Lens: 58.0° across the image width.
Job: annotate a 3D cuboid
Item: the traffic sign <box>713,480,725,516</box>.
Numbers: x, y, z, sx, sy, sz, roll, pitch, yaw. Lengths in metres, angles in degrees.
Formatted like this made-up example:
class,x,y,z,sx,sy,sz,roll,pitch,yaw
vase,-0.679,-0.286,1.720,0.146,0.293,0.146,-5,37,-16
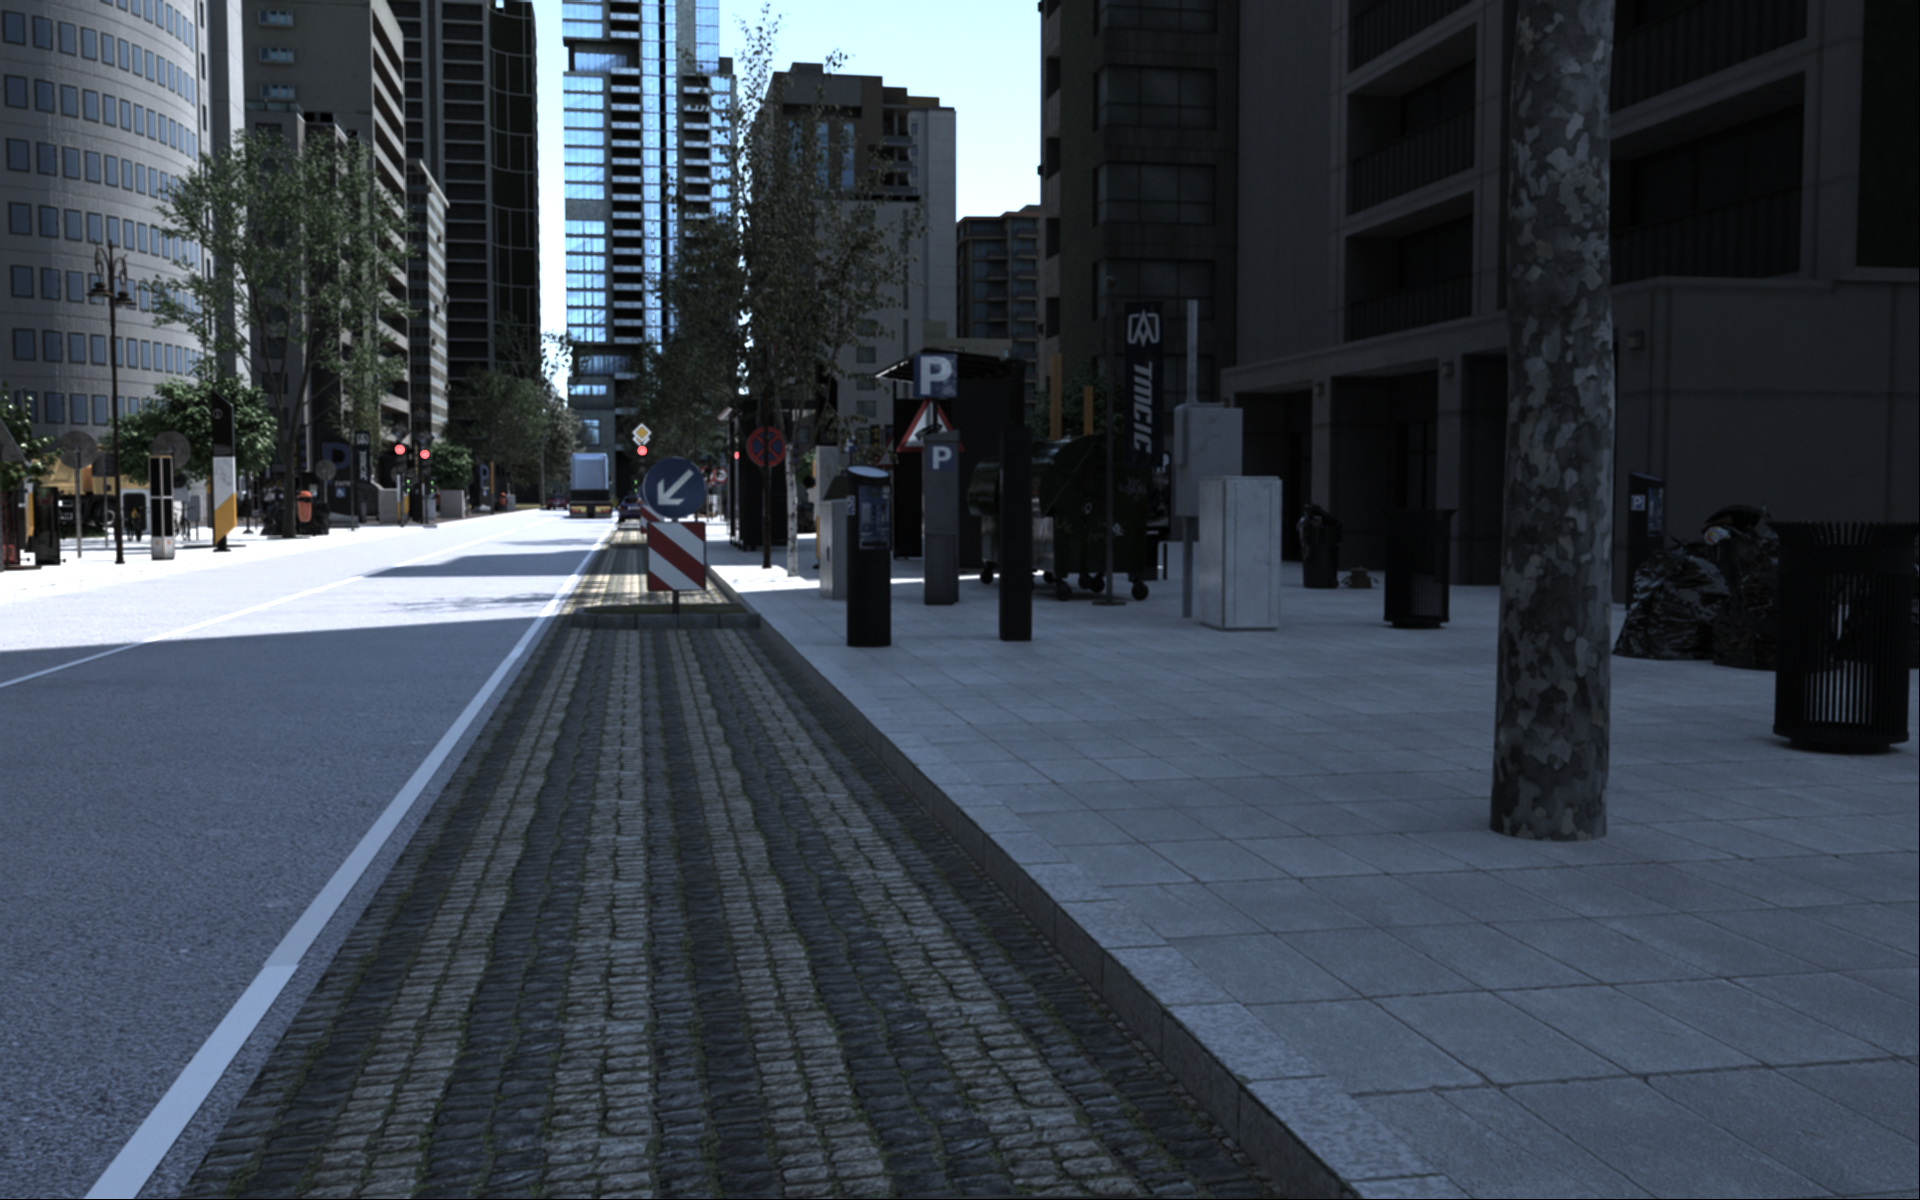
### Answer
class,x,y,z,sx,sy,sz,roll,pitch,yaw
traffic sign,-14.226,-6.257,102.406,0.768,2.556,0.104,0,4,-2

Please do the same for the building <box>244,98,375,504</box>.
class,x,y,z,sx,sy,sz,roll,pitch,yaw
building,-52.603,-21.933,130.301,14.160,30.474,14.107,-1,4,-11

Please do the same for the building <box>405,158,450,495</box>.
class,x,y,z,sx,sy,sz,roll,pitch,yaw
building,-69.603,-30.581,191.885,23.993,40.220,32.217,-1,4,-11

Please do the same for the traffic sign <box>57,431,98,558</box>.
class,x,y,z,sx,sy,sz,roll,pitch,yaw
traffic sign,-17.700,-2.119,34.747,0.768,2.556,0.104,-1,4,-9

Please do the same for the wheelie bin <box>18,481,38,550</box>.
class,x,y,z,sx,sy,sz,roll,pitch,yaw
wheelie bin,-21.726,-1.972,40.156,0.980,1.594,0.693,-2,4,-31

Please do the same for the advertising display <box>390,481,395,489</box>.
class,x,y,z,sx,sy,sz,roll,pitch,yaw
advertising display,-27.902,-4.888,85.137,0.123,1.923,0.974,-2,4,-24

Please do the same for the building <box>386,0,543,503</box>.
class,x,y,z,sx,sy,sz,roll,pitch,yaw
building,-70.874,-49.461,246.939,20.611,71.187,20.563,-1,4,-11

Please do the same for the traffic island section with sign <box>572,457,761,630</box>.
class,x,y,z,sx,sy,sz,roll,pitch,yaw
traffic island section with sign,-3.266,-0.642,19.129,1.989,1.847,2.006,-1,4,-11

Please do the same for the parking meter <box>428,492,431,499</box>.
class,x,y,z,sx,sy,sz,roll,pitch,yaw
parking meter,-33.522,-6.163,109.177,0.372,1.533,0.369,0,3,0

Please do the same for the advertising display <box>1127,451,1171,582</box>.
class,x,y,z,sx,sy,sz,roll,pitch,yaw
advertising display,2.786,-1.250,25.646,0.123,1.923,0.974,3,5,43

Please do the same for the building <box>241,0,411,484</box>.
class,x,y,z,sx,sy,sz,roll,pitch,yaw
building,-61.557,-32.425,153.854,21.300,48.544,21.600,-1,4,-11

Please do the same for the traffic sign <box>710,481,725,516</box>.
class,x,y,z,sx,sy,sz,roll,pitch,yaw
traffic sign,-14.448,-6.311,103.184,0.884,2.594,0.081,-1,4,-9

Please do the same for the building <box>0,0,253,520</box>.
class,x,y,z,sx,sy,sz,roll,pitch,yaw
building,-52.571,-33.673,92.553,21.231,58.520,28.212,-1,4,-11

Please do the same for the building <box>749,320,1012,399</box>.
class,x,y,z,sx,sy,sz,roll,pitch,yaw
building,-10.442,-22.009,204.894,27.650,21.520,28.899,-1,4,-11

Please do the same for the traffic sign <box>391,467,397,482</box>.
class,x,y,z,sx,sy,sz,roll,pitch,yaw
traffic sign,-25.060,-4.729,77.432,0.768,2.556,0.104,0,4,-5

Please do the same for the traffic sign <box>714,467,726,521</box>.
class,x,y,z,sx,sy,sz,roll,pitch,yaw
traffic sign,-11.212,-4.958,81.176,0.768,2.556,0.104,0,4,-4

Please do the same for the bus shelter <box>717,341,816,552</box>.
class,x,y,z,sx,sy,sz,roll,pitch,yaw
bus shelter,-4.809,-3.974,42.607,2.179,5.291,8.768,-1,4,-10

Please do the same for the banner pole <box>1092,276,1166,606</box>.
class,x,y,z,sx,sy,sz,roll,pitch,yaw
banner pole,1.949,-1.828,19.903,0.863,3.779,0.401,1,4,20

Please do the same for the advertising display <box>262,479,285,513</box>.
class,x,y,z,sx,sy,sz,roll,pitch,yaw
advertising display,-30.136,-4.334,76.071,0.974,1.923,0.123,0,4,-5

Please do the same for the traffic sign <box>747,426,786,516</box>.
class,x,y,z,sx,sy,sz,roll,pitch,yaw
traffic sign,-3.604,-1.979,32.466,0.768,2.556,0.104,0,4,-1

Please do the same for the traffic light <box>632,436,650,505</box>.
class,x,y,z,sx,sy,sz,roll,pitch,yaw
traffic light,-13.980,-5.324,75.966,0.839,4.253,0.868,-1,4,-11

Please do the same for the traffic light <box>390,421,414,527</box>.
class,x,y,z,sx,sy,sz,roll,pitch,yaw
traffic light,-21.412,-4.741,66.439,0.839,4.253,0.868,-1,4,-11

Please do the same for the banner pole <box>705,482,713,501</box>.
class,x,y,z,sx,sy,sz,roll,pitch,yaw
banner pole,-19.643,-8.873,135.087,0.863,3.779,0.401,-2,4,-27

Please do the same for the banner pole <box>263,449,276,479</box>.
class,x,y,z,sx,sy,sz,roll,pitch,yaw
banner pole,-38.051,-6.461,95.652,0.863,3.779,0.401,-2,4,-30

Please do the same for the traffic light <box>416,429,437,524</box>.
class,x,y,z,sx,sy,sz,roll,pitch,yaw
traffic light,-22.884,-5.221,74.288,0.839,4.253,0.868,-1,4,-11

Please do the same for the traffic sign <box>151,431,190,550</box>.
class,x,y,z,sx,sy,sz,roll,pitch,yaw
traffic sign,-15.925,-2.132,34.967,0.768,2.556,0.104,0,4,-3

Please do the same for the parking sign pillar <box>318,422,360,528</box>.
class,x,y,z,sx,sy,sz,roll,pitch,yaw
parking sign pillar,-23.446,-4.702,65.345,1.447,3.967,1.447,-2,4,-33

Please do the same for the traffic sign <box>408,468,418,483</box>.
class,x,y,z,sx,sy,sz,roll,pitch,yaw
traffic sign,-26.510,-5.135,84.057,0.768,2.556,0.104,0,4,-2

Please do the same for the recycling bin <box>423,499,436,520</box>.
class,x,y,z,sx,sy,sz,roll,pitch,yaw
recycling bin,-26.591,-4.507,86.237,0.722,1.027,0.722,-3,5,-42

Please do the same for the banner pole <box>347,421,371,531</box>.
class,x,y,z,sx,sy,sz,roll,pitch,yaw
banner pole,-20.777,-4.271,59.841,0.863,3.779,0.401,-1,4,-20

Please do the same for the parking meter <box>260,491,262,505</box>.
class,x,y,z,sx,sy,sz,roll,pitch,yaw
parking meter,-44.522,-6.256,110.694,0.372,1.533,0.369,0,3,0

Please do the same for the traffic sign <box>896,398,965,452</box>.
class,x,y,z,sx,sy,sz,roll,pitch,yaw
traffic sign,-0.378,-1.345,21.992,0.884,2.594,0.081,-1,4,-8

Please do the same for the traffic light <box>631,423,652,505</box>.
class,x,y,z,sx,sy,sz,roll,pitch,yaw
traffic light,-12.509,-4.844,68.118,0.839,4.253,0.868,-1,4,-11

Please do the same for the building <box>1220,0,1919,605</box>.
class,x,y,z,sx,sy,sz,roll,pitch,yaw
building,17.034,-35.812,23.776,20.563,71.187,20.611,-1,4,-11

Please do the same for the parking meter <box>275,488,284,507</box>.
class,x,y,z,sx,sy,sz,roll,pitch,yaw
parking meter,-28.973,-3.996,73.752,0.372,1.533,0.369,0,3,0

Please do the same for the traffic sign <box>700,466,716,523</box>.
class,x,y,z,sx,sy,sz,roll,pitch,yaw
traffic sign,-11.361,-4.762,77.964,0.768,2.556,0.104,0,4,-4

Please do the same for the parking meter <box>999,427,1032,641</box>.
class,x,y,z,sx,sy,sz,roll,pitch,yaw
parking meter,0.488,-0.582,15.230,0.255,1.863,0.399,0,4,-5

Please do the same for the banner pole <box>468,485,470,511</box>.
class,x,y,z,sx,sy,sz,roll,pitch,yaw
banner pole,-37.481,-8.667,131.715,0.401,3.779,0.863,-3,5,-43

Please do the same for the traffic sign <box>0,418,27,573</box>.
class,x,y,z,sx,sy,sz,roll,pitch,yaw
traffic sign,-15.674,-1.727,28.248,0.884,2.594,0.081,0,4,-1

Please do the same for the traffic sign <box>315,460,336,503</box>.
class,x,y,z,sx,sy,sz,roll,pitch,yaw
traffic sign,-23.495,-3.917,64.144,0.768,2.556,0.104,0,4,-2

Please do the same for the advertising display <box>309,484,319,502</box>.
class,x,y,z,sx,sy,sz,roll,pitch,yaw
advertising display,-42.925,-6.720,115.088,0.974,1.923,0.123,3,4,38

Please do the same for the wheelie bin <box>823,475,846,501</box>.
class,x,y,z,sx,sy,sz,roll,pitch,yaw
wheelie bin,-1.876,-1.281,28.851,0.980,1.594,0.693,3,5,40

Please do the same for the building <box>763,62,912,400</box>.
class,x,y,z,sx,sy,sz,roll,pitch,yaw
building,-13.095,-32.519,181.790,14.600,45.320,14.200,-1,4,-11

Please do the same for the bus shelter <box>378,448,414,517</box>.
class,x,y,z,sx,sy,sz,roll,pitch,yaw
bus shelter,-29.111,-6.078,90.652,1.731,3.624,6.357,-1,4,-11

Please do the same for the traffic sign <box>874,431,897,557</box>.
class,x,y,z,sx,sy,sz,roll,pitch,yaw
traffic sign,-1.355,-2.165,35.397,0.884,2.594,0.081,-1,4,-10

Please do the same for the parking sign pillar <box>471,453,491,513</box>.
class,x,y,z,sx,sy,sz,roll,pitch,yaw
parking sign pillar,-31.849,-7.765,115.427,1.447,3.967,1.447,1,4,17

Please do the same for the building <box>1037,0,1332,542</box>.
class,x,y,z,sx,sy,sz,roll,pitch,yaw
building,9.418,-17.227,53.366,14.160,30.474,14.107,-1,4,-11

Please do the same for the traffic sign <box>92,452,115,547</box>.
class,x,y,z,sx,sy,sz,roll,pitch,yaw
traffic sign,-20.615,-2.426,41.788,0.606,2.300,0.079,0,4,-8

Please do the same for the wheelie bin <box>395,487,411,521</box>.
class,x,y,z,sx,sy,sz,roll,pitch,yaw
wheelie bin,-26.655,-4.568,82.601,0.980,1.594,0.693,2,4,27

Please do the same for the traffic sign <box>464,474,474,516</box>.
class,x,y,z,sx,sy,sz,roll,pitch,yaw
traffic sign,-28.564,-6.132,100.357,0.768,2.556,0.104,0,4,-4

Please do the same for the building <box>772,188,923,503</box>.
class,x,y,z,sx,sy,sz,roll,pitch,yaw
building,-11.432,-24.244,168.097,14.160,30.474,14.107,-1,4,-11

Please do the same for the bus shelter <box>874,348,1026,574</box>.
class,x,y,z,sx,sy,sz,roll,pitch,yaw
bus shelter,-0.261,-2.430,31.013,1.731,3.624,6.357,-1,4,-11
